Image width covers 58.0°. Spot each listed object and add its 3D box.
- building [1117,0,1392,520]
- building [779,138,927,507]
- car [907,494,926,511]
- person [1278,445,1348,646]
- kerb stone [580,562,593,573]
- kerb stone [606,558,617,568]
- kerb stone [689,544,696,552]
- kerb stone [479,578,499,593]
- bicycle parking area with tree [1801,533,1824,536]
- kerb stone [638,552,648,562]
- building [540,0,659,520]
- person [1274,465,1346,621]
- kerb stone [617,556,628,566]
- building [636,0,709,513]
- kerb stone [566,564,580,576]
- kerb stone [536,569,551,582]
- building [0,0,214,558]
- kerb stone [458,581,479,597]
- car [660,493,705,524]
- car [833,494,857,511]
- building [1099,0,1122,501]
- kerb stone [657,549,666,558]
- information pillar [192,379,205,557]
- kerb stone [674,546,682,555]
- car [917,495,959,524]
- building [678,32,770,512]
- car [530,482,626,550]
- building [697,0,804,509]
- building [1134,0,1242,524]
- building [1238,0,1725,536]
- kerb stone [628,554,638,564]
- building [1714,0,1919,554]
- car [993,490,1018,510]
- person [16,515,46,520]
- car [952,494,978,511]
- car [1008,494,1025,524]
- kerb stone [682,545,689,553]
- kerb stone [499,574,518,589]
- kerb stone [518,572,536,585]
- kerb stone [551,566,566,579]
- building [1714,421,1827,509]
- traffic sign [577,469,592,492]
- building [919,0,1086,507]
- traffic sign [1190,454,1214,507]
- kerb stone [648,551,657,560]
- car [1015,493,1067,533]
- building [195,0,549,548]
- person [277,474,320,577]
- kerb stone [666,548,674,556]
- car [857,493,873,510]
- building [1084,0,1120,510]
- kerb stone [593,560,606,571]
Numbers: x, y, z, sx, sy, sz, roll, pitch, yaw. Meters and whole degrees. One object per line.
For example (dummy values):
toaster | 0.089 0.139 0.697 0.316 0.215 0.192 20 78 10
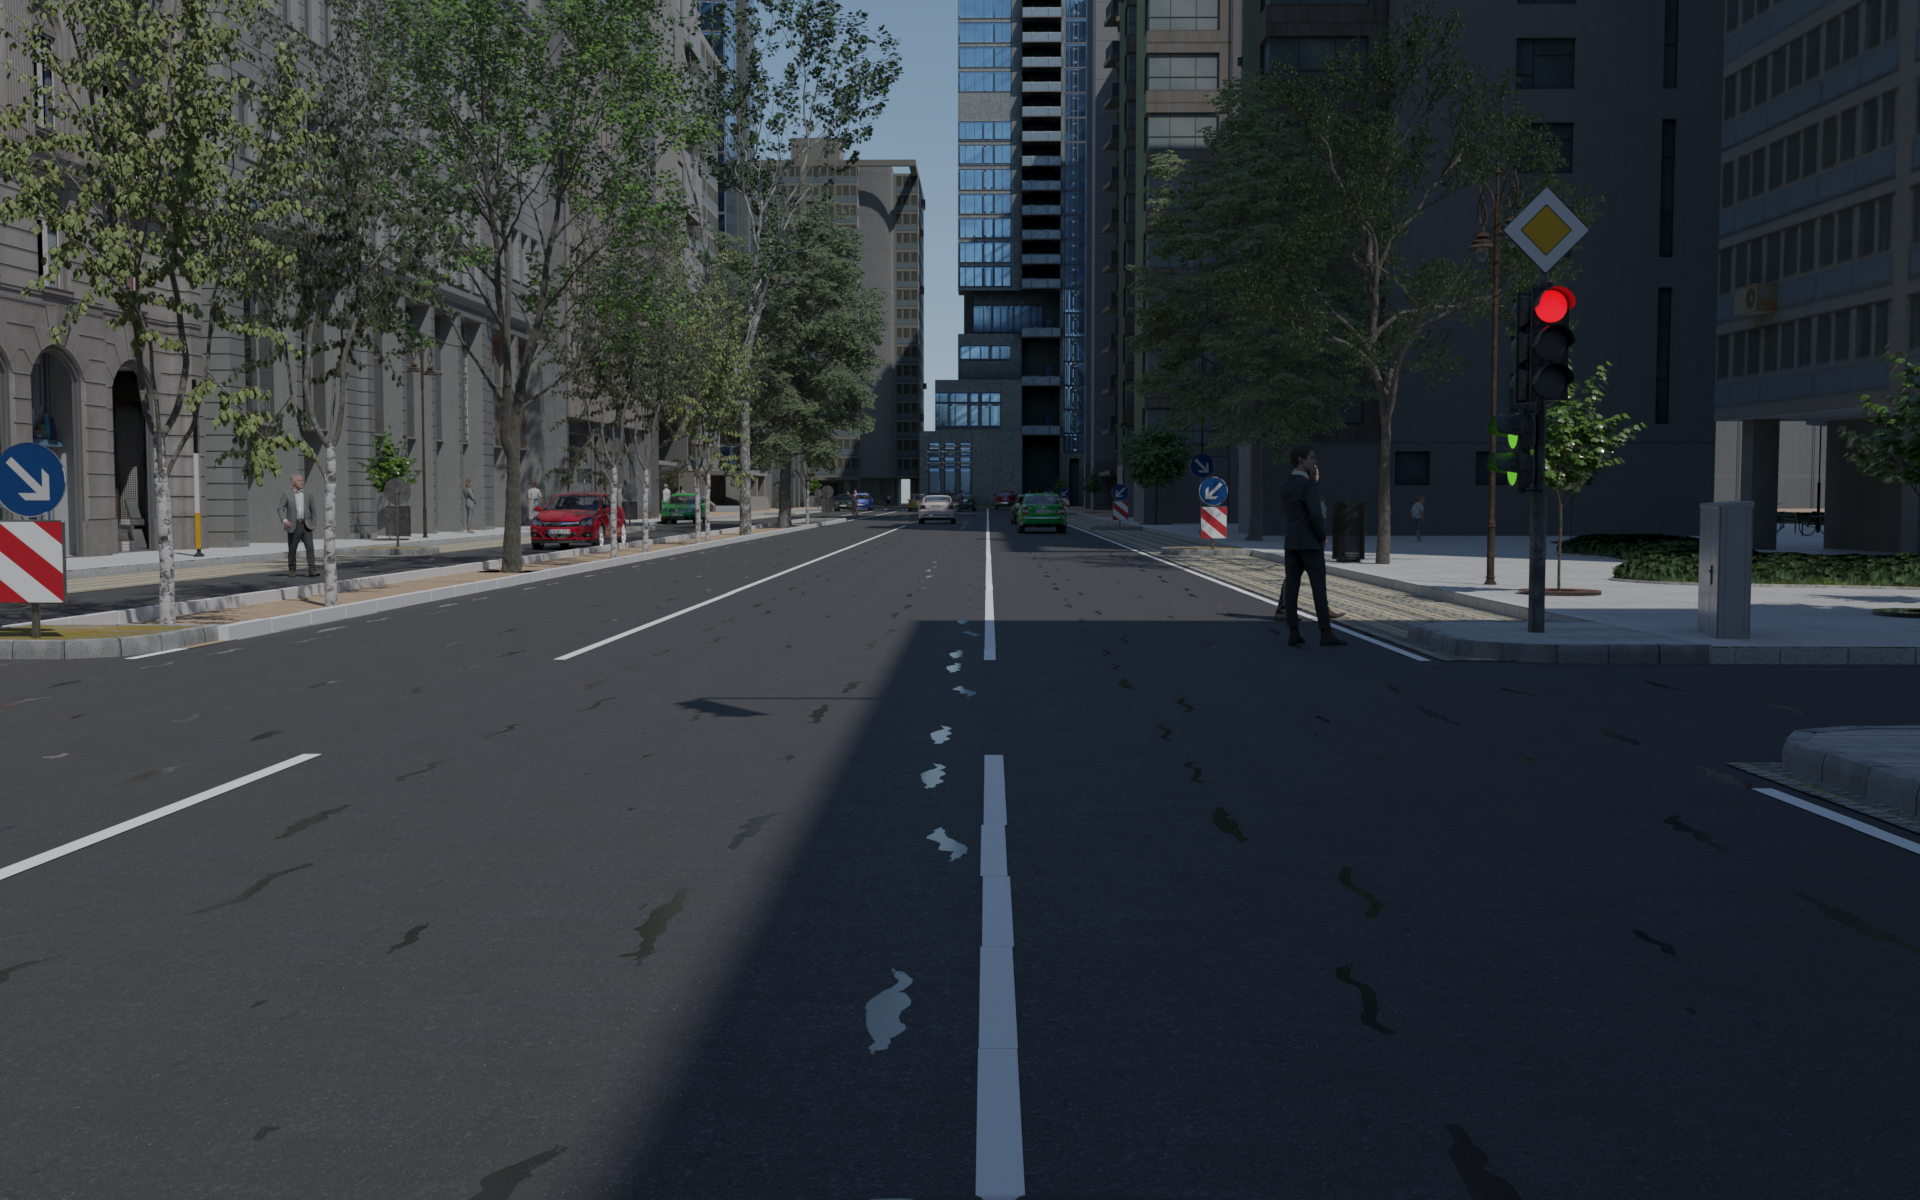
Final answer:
building | 16.134 -20.151 101.162 14.160 30.474 14.107 0 4 1
building | -15.897 -30.556 191.470 23.993 40.220 32.217 0 4 1
car | -3.489 -8.289 145.756 2.015 1.641 3.980 0 4 0
person | 3.340 -0.532 16.560 0.474 1.900 0.648 -2 4 -33
kerb stone | -6.938 -0.582 31.718 0.120 0.150 1.000 0 4 1
kerb stone | -6.904 -0.701 33.763 0.120 0.150 1.000 0 4 1
kerb stone | -6.758 -1.272 42.985 0.120 0.150 1.000 0 4 1
kerb stone | -7.036 -0.203 25.558 0.120 0.150 1.000 0 4 1
bicycle parking area with tree | 28.896 -4.153 54.907 9.016 4.147 8.231 1 4 9
kerb stone | -6.858 -0.895 36.834 0.120 0.150 1.000 0 4 1
building | -21.911 -16.034 80.177 12.078 24.808 19.932 0 4 1
person | 3.969 -0.650 19.527 0.834 1.777 0.661 0 4 1
kerb stone | -6.884 -0.767 34.785 0.120 0.150 1.000 0 4 1
building | -30.866 -31.572 105.440 28.713 52.752 27.495 0 4 1
kerb stone | -6.957 -0.517 30.696 0.120 0.150 1.000 0 4 1
kerb stone | -6.987 -0.389 28.639 0.120 0.150 1.000 0 4 1
building | -23.691 -11.424 28.586 13.314 21.916 24.055 0 4 1
kerb stone | -7.051 -0.143 24.536 0.120 0.150 1.000 0 4 1
car | -13.148 -4.526 82.789 1.959 1.807 4.718 0 4 1
car | -9.513 -8.202 143.887 2.009 1.686 4.222 0 4 2
building | 21.590 -28.641 122.908 22.147 44.769 28.867 0 4 1
kerb stone | -6.818 -1.021 38.886 0.120 0.150 1.000 0 4 1
information pillar | -15.624 -2.698 35.469 0.183 3.616 0.504 -1 4 -19
kerb stone | -6.790 -1.146 40.940 0.120 0.150 1.000 0 4 1
car | -1.101 -4.461 85.291 2.083 1.381 4.827 0 4 0
building | -31.557 -26.912 131.891 32.217 40.220 23.993 0 4 1
car | -10.114 -2.262 46.018 2.155 1.783 4.494 0 4 1
building | -30.730 -51.456 153.980 31.000 86.520 22.319 0 4 1
building | 15.114 -24.295 80.821 14.154 41.232 14.086 0 4 1
building | 16.367 -17.576 59.071 14.160 30.474 14.107 0 4 1
kerb stone | -6.876 -0.826 35.807 0.120 0.150 1.000 0 4 1
building | 29.256 -20.669 29.824 23.993 40.220 32.217 0 4 1
car | 4.269 -9.391 162.218 2.281 1.827 5.304 0 4 1
person | -12.910 -0.940 24.054 0.728 1.800 0.709 -1 4 -16
car | 0.403 -8.099 144.217 2.131 1.459 4.920 0 4 2
car | 3.338 -4.496 83.299 2.009 1.686 4.222 0 4 -1
kerb stone | -6.771 -1.208 41.963 0.120 0.150 1.000 0 4 1
kerb stone | -7.015 -0.263 26.586 0.120 0.150 1.000 0 4 1
kerb stone | -7.001 -0.332 27.617 0.120 0.150 1.000 0 4 1
kerb stone | -6.967 -0.457 29.672 0.120 0.150 1.000 0 4 1
building | 70.419 -28.998 157.716 14.086 41.232 14.154 0 4 1
traffic sign | -15.030 -4.110 69.325 0.606 2.300 0.079 0 4 4
building | 11.525 -53.363 185.152 31.000 86.520 22.319 0 4 1
traffic sign | 7.670 -3.357 54.987 0.768 2.556 0.104 0 4 2
kerb stone | -6.837 -0.955 37.856 0.120 0.150 1.000 0 4 1
car | 3.028 -3.418 64.682 1.959 1.807 4.718 0 4 1
building | -22.468 -16.986 55.210 11.434 29.767 29.804 0 4 1
person | -11.324 -1.275 29.748 0.661 1.777 0.834 -3 5 -45
kerb stone | -6.806 -1.083 39.909 0.120 0.150 1.000 0 4 1
car | -8.631 -8.760 152.820 1.945 1.707 3.694 0 4 3
building | 21.429 -37.247 150.981 21.231 58.520 28.212 0 4 1
kerb stone | -6.920 -0.644 32.740 0.120 0.150 1.000 0 4 1
